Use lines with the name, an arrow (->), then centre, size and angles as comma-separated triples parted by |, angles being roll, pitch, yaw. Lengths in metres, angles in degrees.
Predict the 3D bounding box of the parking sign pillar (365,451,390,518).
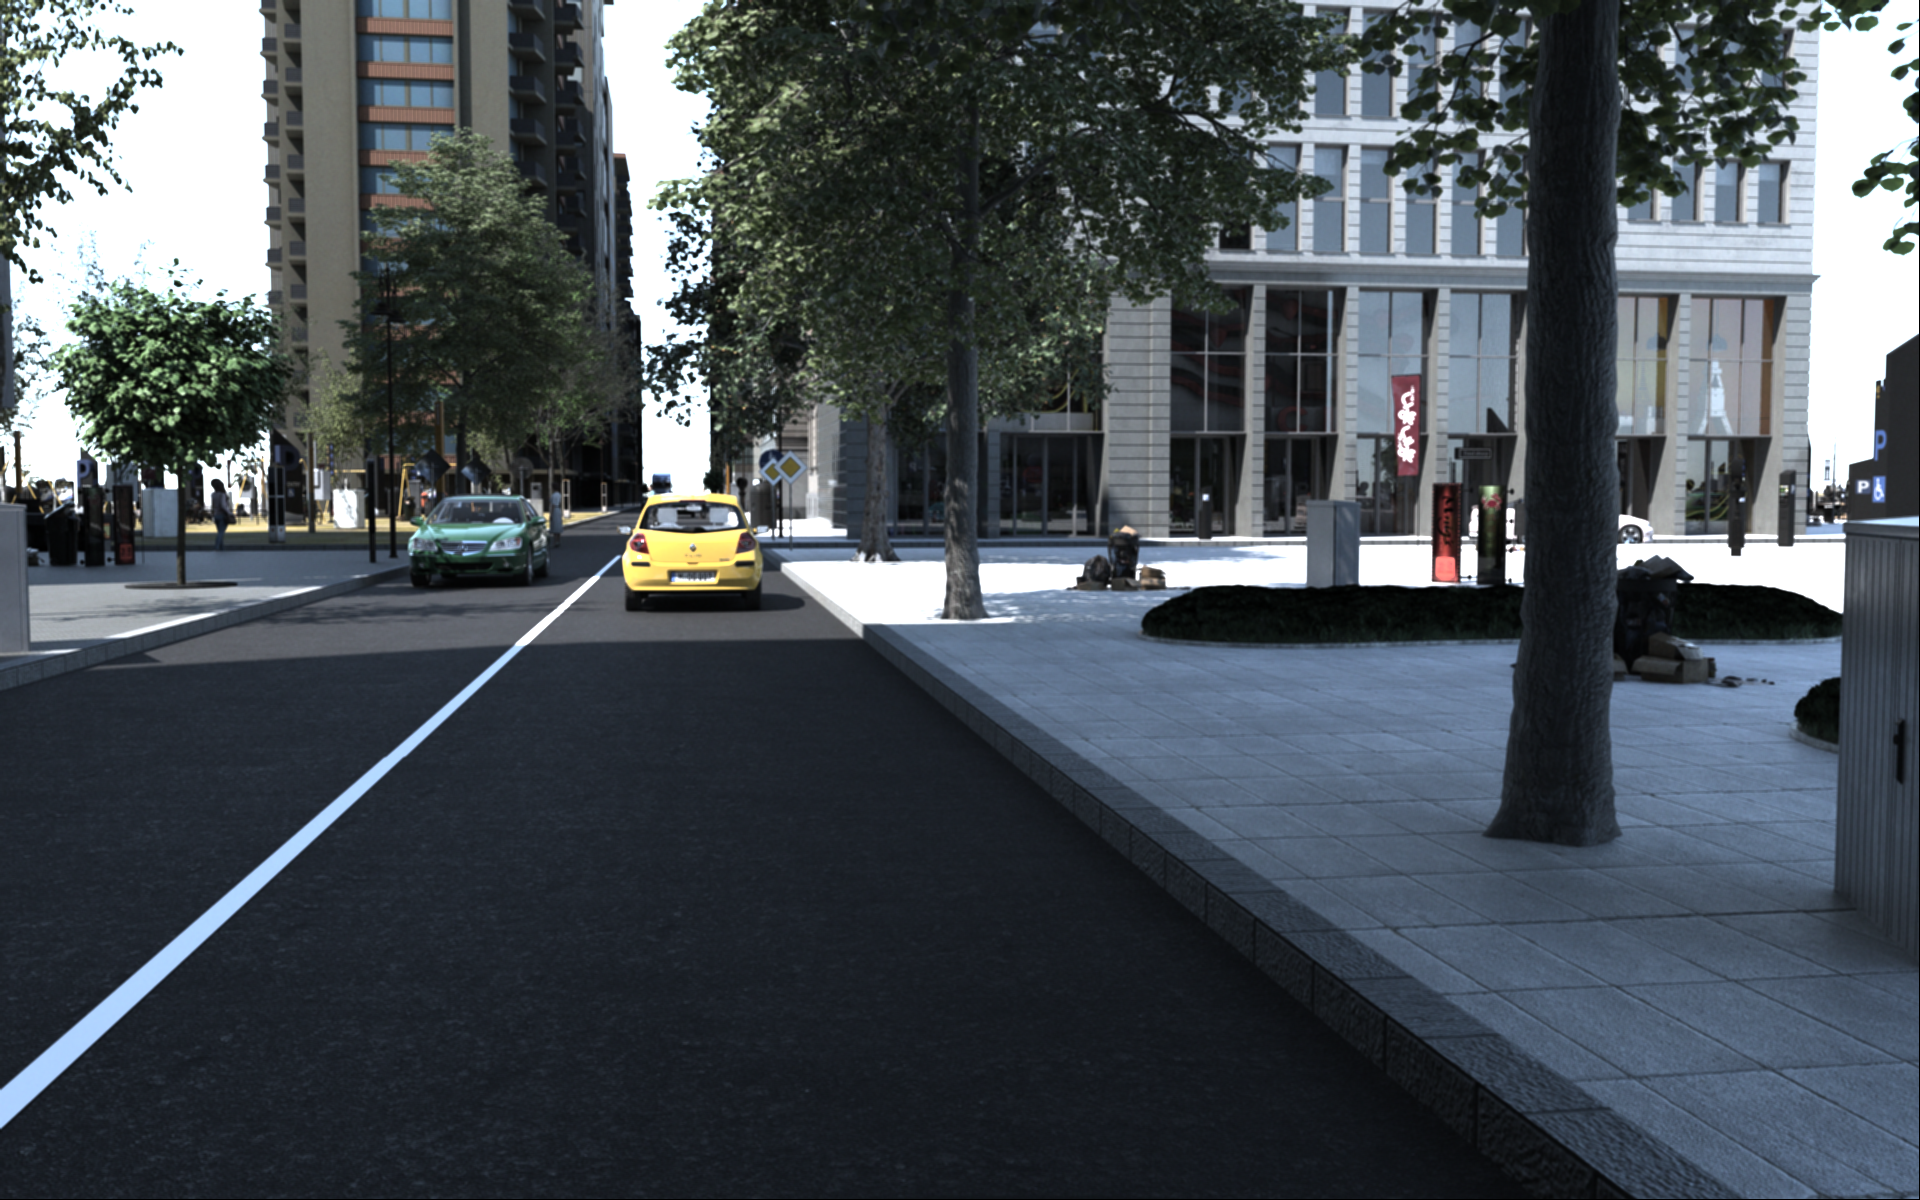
parking sign pillar -> -31.103, -6.337, 92.090 | 1.447, 3.967, 1.447 | 3, 5, 43

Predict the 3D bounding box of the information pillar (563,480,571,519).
information pillar -> -20.386, -5.218, 89.802 | 0.304, 2.012, 0.304 | 0, 4, 3

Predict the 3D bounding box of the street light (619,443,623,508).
street light -> -30.714, -11.281, 157.238 | 0.468, 5.910, 1.993 | -1, 4, -9

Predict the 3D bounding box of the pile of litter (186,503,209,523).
pile of litter -> -34.457, -3.890, 77.565 | 1.176, 0.858, 1.719 | 0, 4, -2

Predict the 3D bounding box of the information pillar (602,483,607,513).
information pillar -> -23.757, -6.804, 115.732 | 0.304, 2.012, 0.304 | 0, 4, 0

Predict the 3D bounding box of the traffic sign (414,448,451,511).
traffic sign -> -11.597, -2.108, 38.104 | 0.795, 2.450, 0.064 | -1, 4, -9

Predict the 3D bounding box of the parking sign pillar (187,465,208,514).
parking sign pillar -> -47.162, -7.231, 106.700 | 1.447, 3.967, 1.447 | 1, 4, 13

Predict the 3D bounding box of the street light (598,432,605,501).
street light -> -25.242, -9.134, 122.126 | 0.468, 5.910, 1.993 | -1, 4, -9

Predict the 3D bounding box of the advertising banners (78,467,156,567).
advertising banners -> -15.239, -2.158, 31.471 | 0.090, 3.025, 2.074 | 1, 4, 14

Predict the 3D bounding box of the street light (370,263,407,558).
street light -> -11.439, -3.792, 34.792 | 0.468, 5.910, 1.993 | -1, 4, -9

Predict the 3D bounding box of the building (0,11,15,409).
building -> -23.853, -20.955, 26.212 | 14.086, 41.232, 14.154 | -1, 4, -9

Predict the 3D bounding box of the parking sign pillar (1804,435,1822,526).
parking sign pillar -> 33.825, -4.955, 69.478 | 1.447, 3.967, 1.447 | 1, 4, 19

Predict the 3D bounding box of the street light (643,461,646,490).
street light -> -43.575, -16.304, 239.364 | 0.468, 5.910, 1.993 | -1, 4, -9

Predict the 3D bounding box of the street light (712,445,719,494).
street light -> -22.627, -11.529, 161.284 | 0.468, 5.910, 1.993 | -1, 4, -9

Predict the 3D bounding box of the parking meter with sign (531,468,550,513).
parking meter with sign -> -28.701, -7.409, 117.404 | 1.738, 3.016, 0.543 | 0, 4, -7

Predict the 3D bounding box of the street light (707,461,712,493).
street light -> -28.085, -13.677, 196.399 | 0.468, 5.910, 1.993 | -1, 4, -9

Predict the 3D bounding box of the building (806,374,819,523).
building -> 0.304, -17.541, 74.189 | 14.401, 28.519, 23.554 | -1, 4, -9

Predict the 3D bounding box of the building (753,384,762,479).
building -> -8.056, -15.829, 113.561 | 10.420, 20.320, 16.860 | -1, 4, -9

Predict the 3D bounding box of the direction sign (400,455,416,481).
direction sign -> -32.208, -6.676, 101.148 | 0.876, 3.537, 0.379 | -1, 4, -11

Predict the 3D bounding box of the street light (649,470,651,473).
street light -> -49.269, -18.504, 275.320 | 0.468, 5.910, 1.993 | -1, 4, -9

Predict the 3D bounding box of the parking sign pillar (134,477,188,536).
parking sign pillar -> -24.745, -3.965, 53.299 | 1.447, 3.967, 1.447 | -2, 4, -28

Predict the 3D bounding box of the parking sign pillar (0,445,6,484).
parking sign pillar -> -52.315, -6.445, 93.849 | 1.447, 3.967, 1.447 | 0, 4, 8

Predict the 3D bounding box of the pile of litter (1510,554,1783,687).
pile of litter -> 4.749, 0.112, 12.136 | 1.176, 0.858, 1.719 | -2, 4, -33

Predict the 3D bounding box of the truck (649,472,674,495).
truck -> -37.784, -14.118, 220.588 | 2.967, 4.110, 18.799 | -1, 4, -8

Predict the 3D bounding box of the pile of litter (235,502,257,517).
pile of litter -> -39.777, -5.030, 96.205 | 1.176, 0.858, 1.719 | -3, 5, -39

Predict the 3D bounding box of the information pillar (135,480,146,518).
information pillar -> -43.604, -5.350, 91.959 | 0.304, 2.012, 0.304 | -1, 4, -12

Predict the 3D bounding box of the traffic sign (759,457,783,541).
traffic sign -> -5.082, -2.663, 47.184 | 0.795, 2.450, 0.064 | -1, 4, -9

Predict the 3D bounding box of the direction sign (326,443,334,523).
direction sign -> -27.829, -5.172, 76.552 | 0.379, 3.537, 0.876 | -3, 4, -38

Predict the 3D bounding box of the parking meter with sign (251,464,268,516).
parking meter with sign -> -40.451, -6.414, 101.135 | 1.738, 3.016, 0.543 | 1, 4, 12

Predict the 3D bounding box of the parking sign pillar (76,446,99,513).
parking sign pillar -> -48.886, -6.641, 97.058 | 1.447, 3.967, 1.447 | 2, 4, 24

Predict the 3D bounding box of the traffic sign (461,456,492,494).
traffic sign -> -12.835, -2.590, 45.993 | 0.795, 2.450, 0.064 | -1, 4, -9

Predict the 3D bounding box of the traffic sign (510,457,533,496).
traffic sign -> -15.051, -3.635, 59.534 | 0.768, 2.556, 0.104 | 0, 4, -8

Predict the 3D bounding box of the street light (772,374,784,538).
street light -> -5.270, -4.770, 50.782 | 0.468, 5.910, 1.993 | -1, 4, -9

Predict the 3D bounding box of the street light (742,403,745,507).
street light -> -10.751, -6.924, 86.001 | 0.468, 5.910, 1.993 | -1, 4, -9

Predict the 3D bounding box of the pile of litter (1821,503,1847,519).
pile of litter -> 44.637, -4.519, 87.848 | 1.176, 0.858, 1.719 | -3, 4, -36

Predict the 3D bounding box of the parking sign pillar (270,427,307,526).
parking sign pillar -> -26.873, -4.933, 69.127 | 1.447, 3.967, 1.447 | 2, 4, 24

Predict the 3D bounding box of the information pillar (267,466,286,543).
information pillar -> -17.950, -2.507, 45.481 | 0.304, 2.012, 0.304 | 2, 4, 24

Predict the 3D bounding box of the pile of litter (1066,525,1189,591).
pile of litter -> 2.299, -0.572, 23.310 | 1.719, 0.858, 1.176 | 0, 4, 6

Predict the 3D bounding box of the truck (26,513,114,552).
truck -> -29.603, -3.068, 39.924 | 18.799, 4.110, 2.967 | -1, 4, -10

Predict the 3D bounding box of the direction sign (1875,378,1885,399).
direction sign -> 18.141, -2.579, 34.170 | 0.379, 3.537, 0.876 | 1, 4, 14

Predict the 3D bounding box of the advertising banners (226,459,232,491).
advertising banners -> -36.633, -5.490, 85.952 | 0.090, 3.025, 2.074 | 0, 4, 7

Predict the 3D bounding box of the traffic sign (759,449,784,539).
traffic sign -> -5.354, -3.025, 49.557 | 0.768, 2.556, 0.104 | 0, 4, -1

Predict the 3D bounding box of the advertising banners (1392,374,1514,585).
advertising banners -> 7.023, -1.754, 24.860 | 0.090, 3.025, 2.074 | -3, 4, -39

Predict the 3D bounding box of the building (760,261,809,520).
building -> -5.941, -15.037, 95.006 | 9.793, 20.994, 18.267 | -1, 4, -9

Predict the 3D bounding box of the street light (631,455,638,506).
street light -> -36.441, -13.481, 193.208 | 0.468, 5.910, 1.993 | -1, 4, -9

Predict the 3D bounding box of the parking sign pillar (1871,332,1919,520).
parking sign pillar -> 12.673, -2.087, 22.598 | 1.447, 3.967, 1.447 | 0, 4, 3

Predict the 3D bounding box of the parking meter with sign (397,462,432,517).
parking meter with sign -> -29.833, -6.022, 94.723 | 1.738, 3.016, 0.543 | -1, 4, -13

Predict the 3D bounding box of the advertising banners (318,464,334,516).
advertising banners -> -36.382, -6.384, 100.560 | 0.090, 3.025, 2.074 | 2, 4, 33

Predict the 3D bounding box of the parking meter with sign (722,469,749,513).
parking meter with sign -> -15.338, -7.475, 118.478 | 1.738, 3.016, 0.543 | 1, 4, 9

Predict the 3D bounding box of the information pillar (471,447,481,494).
information pillar -> -24.154, -5.816, 86.443 | 0.504, 3.616, 0.183 | -3, 5, -42
